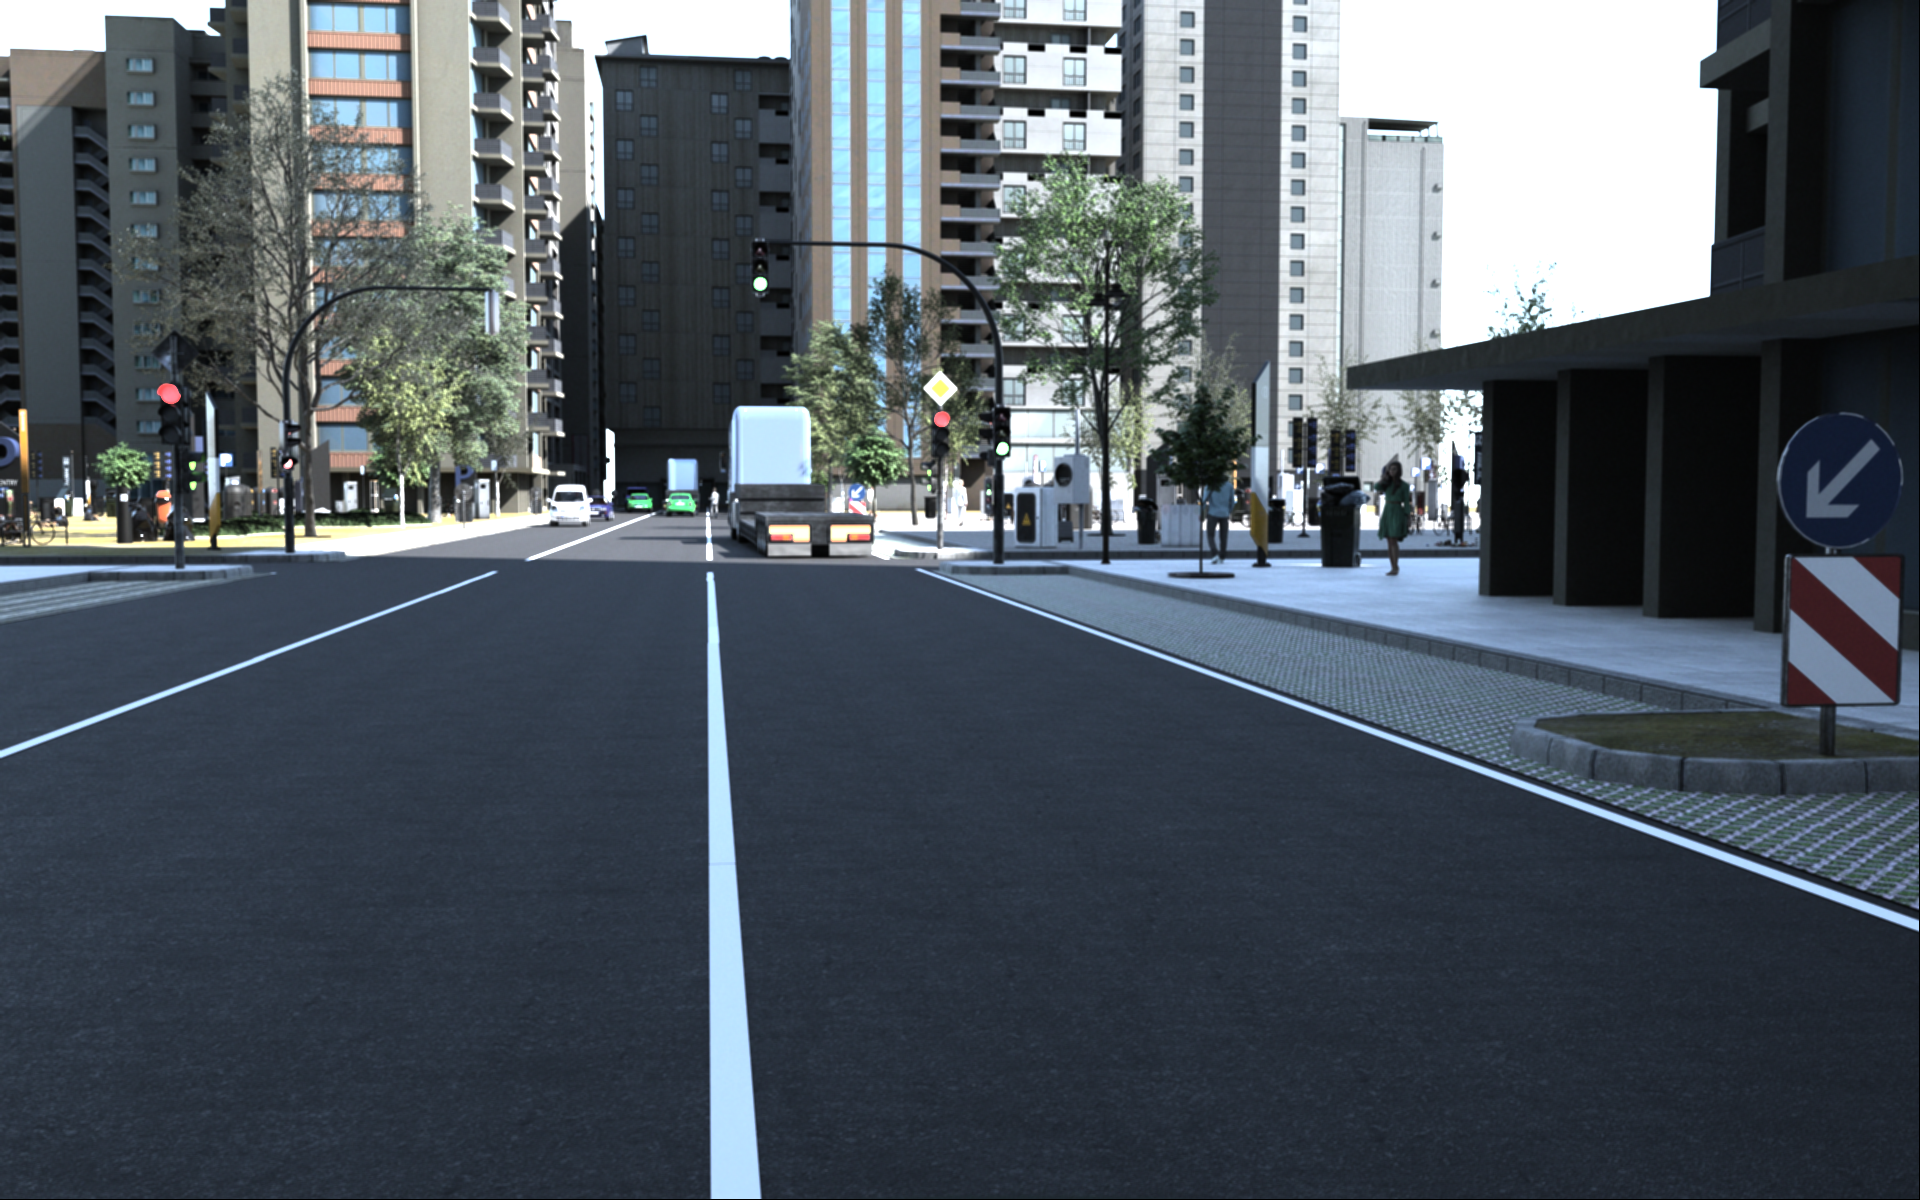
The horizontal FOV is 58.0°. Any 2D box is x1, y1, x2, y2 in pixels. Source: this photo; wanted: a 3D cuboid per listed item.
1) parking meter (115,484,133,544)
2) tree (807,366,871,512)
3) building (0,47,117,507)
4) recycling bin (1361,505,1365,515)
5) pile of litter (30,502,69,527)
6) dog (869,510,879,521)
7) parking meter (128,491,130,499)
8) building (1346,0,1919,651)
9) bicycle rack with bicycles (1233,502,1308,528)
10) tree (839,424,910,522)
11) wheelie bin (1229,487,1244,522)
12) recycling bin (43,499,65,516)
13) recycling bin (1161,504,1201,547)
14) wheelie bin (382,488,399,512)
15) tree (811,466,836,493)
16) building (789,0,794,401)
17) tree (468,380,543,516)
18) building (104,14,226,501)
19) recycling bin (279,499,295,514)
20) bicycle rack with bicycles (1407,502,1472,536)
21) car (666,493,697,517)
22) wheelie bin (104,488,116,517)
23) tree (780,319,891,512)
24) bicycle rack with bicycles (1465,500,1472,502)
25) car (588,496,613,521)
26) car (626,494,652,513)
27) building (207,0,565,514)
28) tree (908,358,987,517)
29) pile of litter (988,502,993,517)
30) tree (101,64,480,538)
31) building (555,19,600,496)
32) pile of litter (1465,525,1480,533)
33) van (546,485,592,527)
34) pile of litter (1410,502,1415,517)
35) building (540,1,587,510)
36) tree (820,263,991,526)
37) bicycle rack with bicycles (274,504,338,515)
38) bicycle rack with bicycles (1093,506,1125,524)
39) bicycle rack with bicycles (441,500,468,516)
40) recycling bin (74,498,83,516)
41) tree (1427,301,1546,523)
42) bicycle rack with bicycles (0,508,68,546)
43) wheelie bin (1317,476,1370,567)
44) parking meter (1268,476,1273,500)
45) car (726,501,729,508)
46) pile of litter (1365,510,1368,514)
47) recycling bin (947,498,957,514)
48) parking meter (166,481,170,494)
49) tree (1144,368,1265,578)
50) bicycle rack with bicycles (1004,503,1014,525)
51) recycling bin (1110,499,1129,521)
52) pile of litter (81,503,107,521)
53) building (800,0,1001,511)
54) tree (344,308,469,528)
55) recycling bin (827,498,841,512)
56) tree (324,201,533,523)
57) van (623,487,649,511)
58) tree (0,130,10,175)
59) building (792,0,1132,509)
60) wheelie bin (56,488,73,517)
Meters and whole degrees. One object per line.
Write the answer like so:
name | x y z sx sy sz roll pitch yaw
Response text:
parking meter | -21.656 -2.230 44.876 0.372 1.533 0.369 0 3 0
tree | -6.773 -9.118 99.442 4.737 8.622 4.395 0 3 0
building | -88.015 -31.926 172.099 14.200 45.320 14.600 -1 4 -8
recycling bin | 24.667 -5.808 107.508 0.722 1.027 0.722 -2 4 -31
pile of litter | -35.442 -3.273 67.478 1.176 0.858 1.719 1 4 9
dog | -4.119 -4.039 82.866 0.406 0.507 0.540 1 4 11
parking meter | -52.154 -6.276 108.330 0.255 1.863 0.399 2 4 29
building | 17.934 -21.715 9.673 22.147 44.769 28.867 -1 4 -8
bicycle rack with bicycles | 11.939 -3.289 67.164 2.925 0.926 2.852 -1 4 -10
tree | -4.006 -5.822 78.911 4.285 4.588 4.351 0 3 0
wheelie bin | 12.635 -4.351 79.054 0.693 1.594 0.980 0 4 1
recycling bin | -44.773 -4.463 85.528 0.722 1.027 0.722 1 4 14
recycling bin | 5.392 -1.813 42.196 0.722 1.027 0.722 -2 4 -34
wheelie bin | -29.853 -5.074 90.873 0.980 1.594 0.693 1 4 11
tree | -9.388 -7.566 118.312 1.663 3.219 1.824 0 3 0
building | -9.020 -45.314 179.138 20.563 71.187 20.611 -1 4 -8
tree | -27.189 -9.306 102.516 4.360 8.622 3.978 0 3 0
building | -69.270 -33.483 171.144 21.600 48.544 21.300 -1 4 -8
recycling bin | -36.689 -5.007 94.422 0.722 1.027 0.722 -1 4 -14
bicycle rack with bicycles | 14.635 -2.504 54.315 2.852 0.926 2.925 3 5 39
car | -17.842 -6.235 110.738 1.959 1.807 4.718 0 4 -7
wheelie bin | -46.683 -5.356 95.478 0.980 1.594 0.693 -1 4 -16
tree | -8.086 -11.891 112.540 7.486 12.596 7.792 0 3 0
bicycle rack with bicycles | 29.758 -5.327 100.473 2.852 0.926 2.925 2 4 27
car | -19.624 -4.934 93.249 1.945 1.354 3.894 0 4 -8
car | -24.381 -7.522 131.775 1.959 1.807 4.718 -1 4 -9
building | -40.484 -28.718 124.171 22.147 44.769 28.867 -1 4 -8
tree | -0.639 -8.826 94.663 4.737 8.622 4.395 0 3 0
pile of litter | 2.129 -5.110 97.513 1.176 0.858 1.719 -1 4 -13
tree | -19.299 -8.583 50.704 12.009 13.543 11.850 0 3 0
building | -47.881 -33.667 174.149 21.600 48.544 21.300 -1 4 -8
pile of litter | 17.603 -2.649 57.281 1.176 0.858 1.719 -3 4 -38
van | -17.466 -4.315 77.556 2.013 2.044 4.112 -1 4 -10
pile of litter | 24.910 -5.065 96.776 1.176 0.858 1.719 -2 4 -29
building | -43.063 -43.406 147.943 20.563 71.187 20.611 -1 4 -8
tree | -2.153 -8.326 70.534 7.601 10.594 8.767 0 4 8
bicycle rack with bicycles | -33.635 -4.652 89.438 2.925 0.926 2.852 0 4 -7
bicycle rack with bicycles | 5.622 -3.716 74.139 2.925 0.926 2.852 -2 4 -26
bicycle rack with bicycles | -29.519 -5.382 101.371 2.925 0.926 2.852 -3 4 -36
recycling bin | -52.498 -5.516 102.747 0.722 1.027 0.722 -3 4 -36
tree | 20.605 -7.110 66.608 4.360 8.622 3.978 0 3 0
bicycle rack with bicycles | -24.140 -1.851 43.653 2.852 0.926 2.925 2 4 27
wheelie bin | 6.737 -1.384 30.543 0.980 1.594 0.693 2 4 25
parking meter | 9.819 -3.050 55.580 0.399 1.863 0.255 0 4 -3
car | -12.761 -5.612 101.983 2.015 1.641 3.980 -1 4 -9
pile of litter | 26.117 -6.056 112.975 1.719 0.858 1.176 -3 5 -44
recycling bin | -0.373 -6.039 111.297 0.722 1.027 0.722 -2 4 -28
parking meter | -35.637 -4.410 77.814 0.255 1.863 0.399 -2 4 -32
tree | 3.710 -1.974 26.882 1.663 3.219 1.824 0 3 0
bicycle rack with bicycles | 2.853 -3.600 72.244 2.852 0.926 2.925 0 4 -2
recycling bin | 7.522 -4.226 81.653 0.722 1.027 0.722 1 4 21
pile of litter | -41.307 -4.197 82.589 1.176 0.858 1.719 -1 4 -20
building | -5.039 -29.629 134.549 14.600 45.320 14.200 -1 4 -8
tree | -20.998 -7.055 65.719 4.737 8.622 4.395 0 3 0
recycling bin | -8.314 -6.207 114.036 0.722 1.027 0.722 -2 4 -25
tree | -23.488 -10.415 76.942 9.857 13.997 8.962 0 3 0
van | -28.252 -9.007 151.653 2.240 2.365 5.245 0 4 -7
tree | -14.834 -4.384 22.040 4.360 8.622 3.978 0 3 0
building | -1.030 -34.701 156.602 28.713 52.752 27.495 -1 4 -8
wheelie bin | -49.534 -5.381 95.893 0.980 1.594 0.693 2 4 30
